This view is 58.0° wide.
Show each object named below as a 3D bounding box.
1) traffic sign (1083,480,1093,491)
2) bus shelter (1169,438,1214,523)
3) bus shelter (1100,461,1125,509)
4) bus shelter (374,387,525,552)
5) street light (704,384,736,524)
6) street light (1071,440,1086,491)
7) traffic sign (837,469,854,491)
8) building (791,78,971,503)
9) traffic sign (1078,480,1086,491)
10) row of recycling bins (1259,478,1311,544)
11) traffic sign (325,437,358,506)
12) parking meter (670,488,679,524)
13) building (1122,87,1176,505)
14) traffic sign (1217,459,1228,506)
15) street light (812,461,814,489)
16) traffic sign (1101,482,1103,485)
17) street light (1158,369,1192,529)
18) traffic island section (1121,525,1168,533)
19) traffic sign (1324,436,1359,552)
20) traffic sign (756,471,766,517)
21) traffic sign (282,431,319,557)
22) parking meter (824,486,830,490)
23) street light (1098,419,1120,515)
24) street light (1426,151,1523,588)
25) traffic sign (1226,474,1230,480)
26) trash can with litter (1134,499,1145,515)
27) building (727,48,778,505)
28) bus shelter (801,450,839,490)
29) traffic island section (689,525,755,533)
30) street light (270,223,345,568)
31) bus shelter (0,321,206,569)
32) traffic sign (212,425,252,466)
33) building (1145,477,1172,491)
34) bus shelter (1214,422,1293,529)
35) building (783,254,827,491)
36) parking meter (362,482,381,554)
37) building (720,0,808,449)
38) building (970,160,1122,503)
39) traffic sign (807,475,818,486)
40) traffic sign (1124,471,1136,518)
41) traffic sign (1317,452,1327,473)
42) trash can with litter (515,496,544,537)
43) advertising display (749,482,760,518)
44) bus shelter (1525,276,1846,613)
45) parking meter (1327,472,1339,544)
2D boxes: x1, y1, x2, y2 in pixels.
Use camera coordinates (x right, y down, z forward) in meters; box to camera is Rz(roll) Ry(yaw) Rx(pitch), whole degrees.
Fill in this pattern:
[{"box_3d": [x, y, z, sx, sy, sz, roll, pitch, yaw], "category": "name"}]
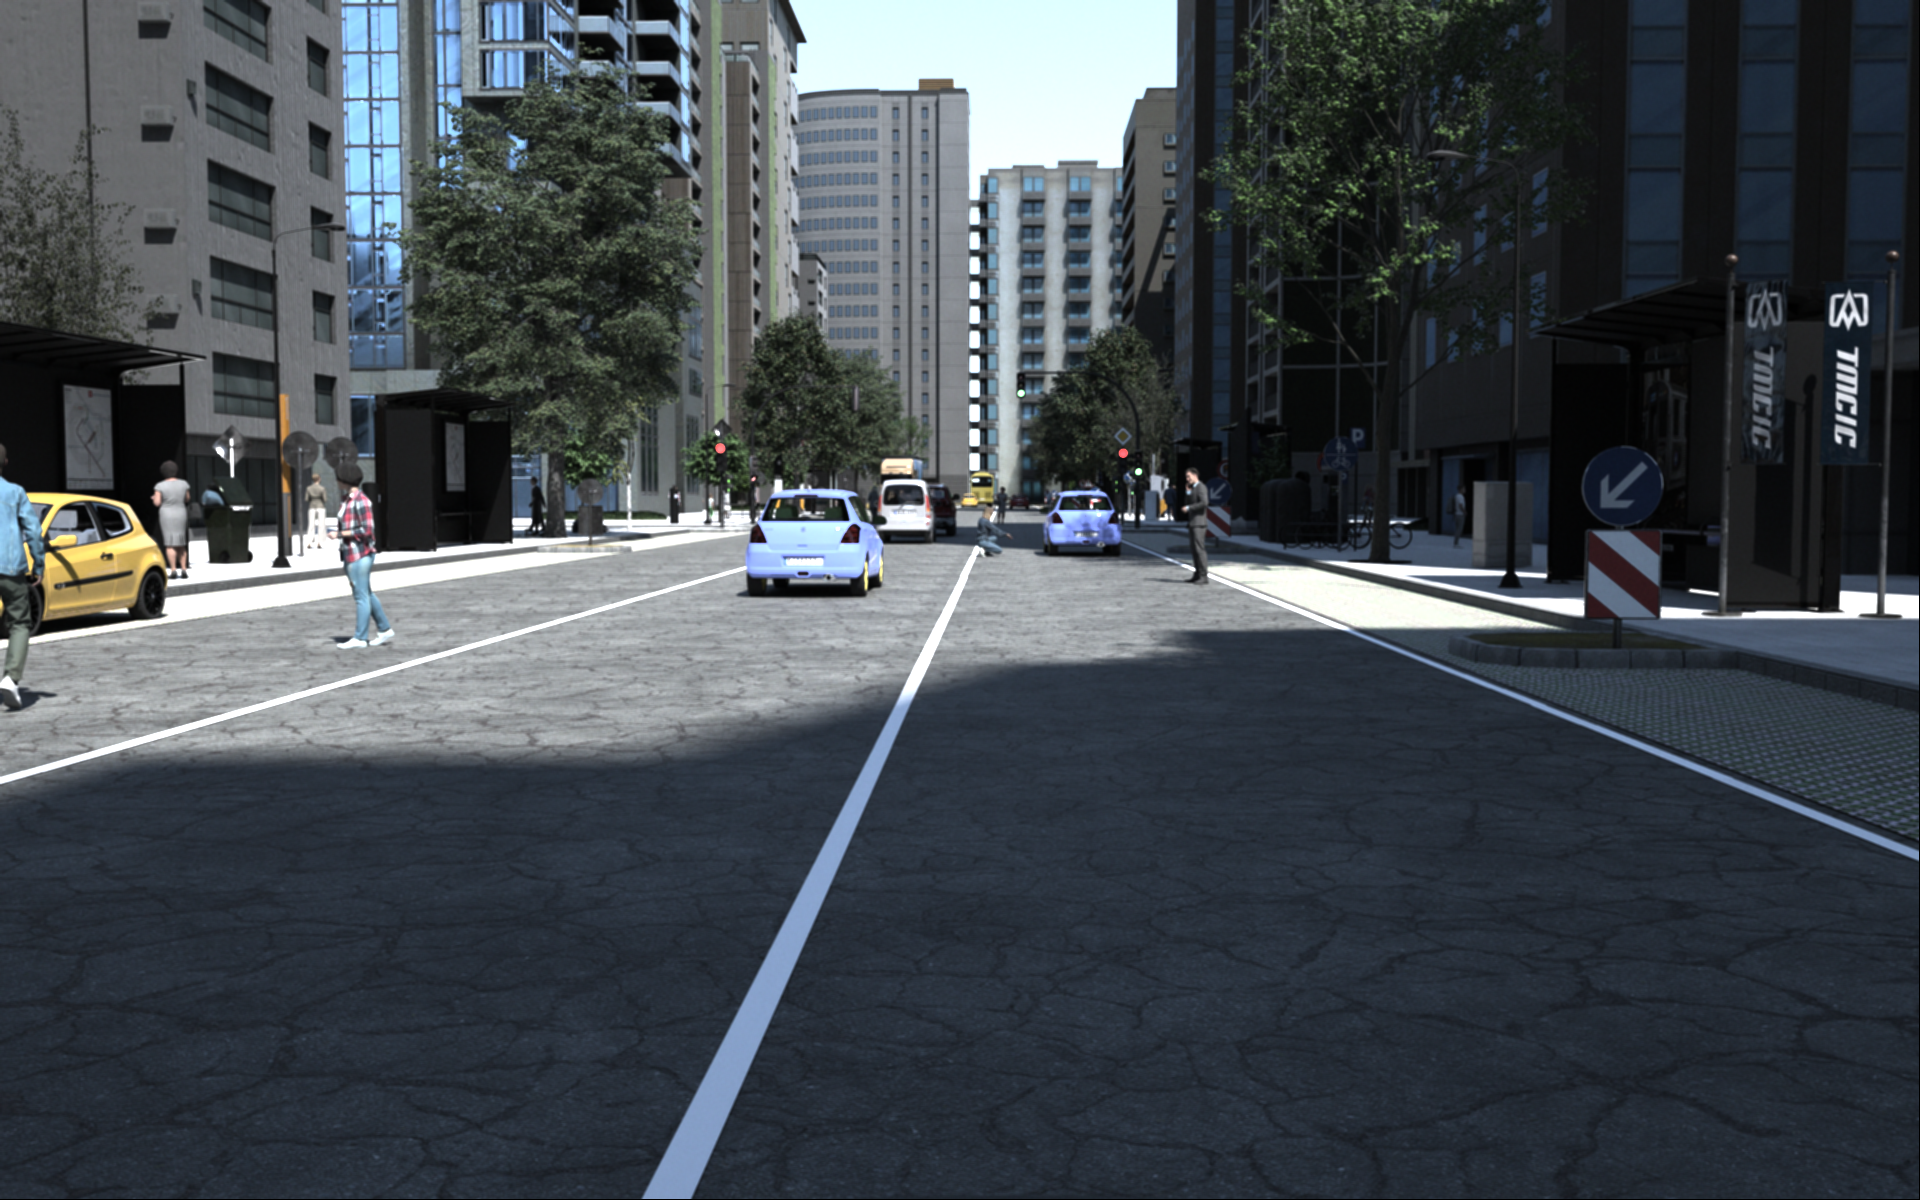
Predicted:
[{"box_3d": [10.388, -8.575, 140.202, 0.884, 2.594, 0.081, 0, 4, 4], "category": "traffic sign"}, {"box_3d": [10.182, -5.121, 75.017, 1.731, 3.624, 6.357, 0, 4, 1], "category": "bus shelter"}, {"box_3d": [10.999, -8.204, 125.425, 1.731, 3.624, 6.357, 0, 4, 1], "category": "bus shelter"}, {"box_3d": [-12.034, -3.059, 41.293, 1.731, 3.624, 6.357, 0, 4, 1], "category": "bus shelter"}, {"box_3d": [-10.129, -6.147, 73.044, 1.470, 5.913, 1.316, 0, 4, 1], "category": "street light"}, {"box_3d": [10.160, -10.689, 147.301, 1.470, 5.913, 1.316, 0, 4, 1], "category": "street light"}, {"box_3d": [-9.643, -8.935, 139.963, 2.265, 3.308, 0.079, 1, 4, 10], "category": "traffic sign"}, {"box_3d": [-12.599, -43.239, 248.955, 28.212, 58.520, 21.231, 0, 4, 1], "category": "building"}, {"box_3d": [10.411, -8.963, 146.648, 0.768, 2.556, 0.104, 0, 4, 5], "category": "traffic sign"}, {"box_3d": [8.630, -2.395, 46.269, 1.069, 1.692, 3.534, 0, 4, 1], "category": "row of recycling bins"}, {"box_3d": [-13.794, -2.356, 38.632, 0.768, 2.556, 0.104, 0, 4, 4], "category": "traffic sign"}, {"box_3d": [-12.348, -4.064, 74.865, 0.372, 1.533, 0.369, 0, 3, 0], "category": "parking meter"}, {"box_3d": [30.352, -35.443, 203.188, 21.300, 48.544, 21.600, 0, 4, 1], "category": "building"}, {"box_3d": [9.837, -3.898, 63.846, 0.768, 2.556, 0.104, 0, 4, 6], "category": "traffic sign"}, {"box_3d": [-9.083, -8.615, 113.388, 1.470, 5.913, 1.316, 0, 4, 1], "category": "street light"}, {"box_3d": [11.892, -8.918, 147.931, 0.606, 2.300, 0.079, 0, 4, 8], "category": "traffic sign"}, {"box_3d": [8.023, -5.613, 64.310, 1.470, 5.913, 1.316, 0, 4, 1], "category": "street light"}, {"box_3d": [6.614, -2.581, 64.473, 2.009, 0.180, 2.903, 0, 4, 1], "category": "traffic island section"}, {"box_3d": [8.428, -2.342, 38.398, 0.768, 2.556, 0.104, 0, 4, 2], "category": "traffic sign"}, {"box_3d": [-11.246, -5.920, 96.890, 0.768, 2.556, 0.104, 0, 4, 2], "category": "traffic sign"}, {"box_3d": [-13.382, -2.143, 35.137, 0.768, 2.556, 0.104, 0, 4, 3], "category": "traffic sign"}, {"box_3d": [-9.097, -6.910, 118.686, 0.255, 1.863, 0.399, 1, 4, 22], "category": "parking meter"}, {"box_3d": [9.191, -8.210, 106.778, 1.470, 5.913, 1.316, 0, 4, 1], "category": "street light"}, {"box_3d": [7.008, -3.123, 23.600, 1.470, 5.913, 1.316, 0, 4, 1], "category": "street light"}, {"box_3d": [10.201, -3.882, 63.475, 0.884, 2.594, 0.081, 0, 4, 7], "category": "traffic sign"}, {"box_3d": [11.017, -5.674, 104.156, 1.055, 1.170, 0.624, -1, 4, -10], "category": "trash can with litter"}, {"box_3d": [-24.244, -28.835, 155.050, 14.154, 41.232, 14.086, 0, 4, 1], "category": "building"}, {"box_3d": [-10.339, -9.191, 127.898, 2.179, 5.291, 8.768, 0, 4, 2], "category": "bus shelter"}, {"box_3d": [-8.922, -2.605, 64.870, 2.009, 0.180, 2.903, 0, 4, 1], "category": "traffic island section"}, {"box_3d": [-11.242, -3.506, 29.871, 1.470, 5.913, 1.316, 0, 4, 1], "category": "street light"}, {"box_3d": [-13.788, -2.159, 26.588, 1.731, 3.624, 6.357, 0, 4, 2], "category": "bus shelter"}, {"box_3d": [-13.850, -2.033, 32.975, 0.795, 2.593, 0.064, 0, 4, 5], "category": "traffic sign"}, {"box_3d": [35.897, -29.825, 179.515, 32.217, 40.220, 23.993, 0, 4, 1], "category": "building"}, {"box_3d": [9.999, -4.137, 58.915, 1.731, 3.624, 6.357, 0, 4, 1], "category": "bus shelter"}, {"box_3d": [-23.292, -26.756, 209.159, 14.107, 30.474, 14.160, 0, 4, 1], "category": "building"}, {"box_3d": [-12.666, -1.765, 37.266, 0.372, 1.533, 0.369, 0, 3, 0], "category": "parking meter"}, {"box_3d": [-31.040, -35.916, 176.460, 28.713, 52.752, 27.495, 0, 4, 1], "category": "building"}, {"box_3d": [16.794, -38.597, 250.672, 30.456, 49.044, 23.786, 0, 4, 1], "category": "building"}, {"box_3d": [-9.775, -7.022, 114.908, 0.768, 2.556, 0.104, 0, 4, 8], "category": "traffic sign"}, {"box_3d": [9.228, -5.716, 93.563, 0.768, 2.556, 0.104, 0, 4, 7], "category": "traffic sign"}, {"box_3d": [10.626, -3.038, 49.777, 0.768, 2.556, 0.104, 1, 4, 11], "category": "traffic sign"}, {"box_3d": [-13.010, -2.545, 52.672, 1.678, 1.210, 2.233, -1, 4, -11], "category": "trash can with litter"}, {"box_3d": [-10.970, -5.324, 92.258, 0.123, 1.923, 0.974, 1, 4, 22], "category": "advertising display"}, {"box_3d": [8.871, -1.866, 21.786, 1.731, 3.624, 6.357, 0, 4, 1], "category": "bus shelter"}, {"box_3d": [9.642, -2.385, 44.706, 0.255, 1.863, 0.399, 0, 4, 5], "category": "parking meter"}]
